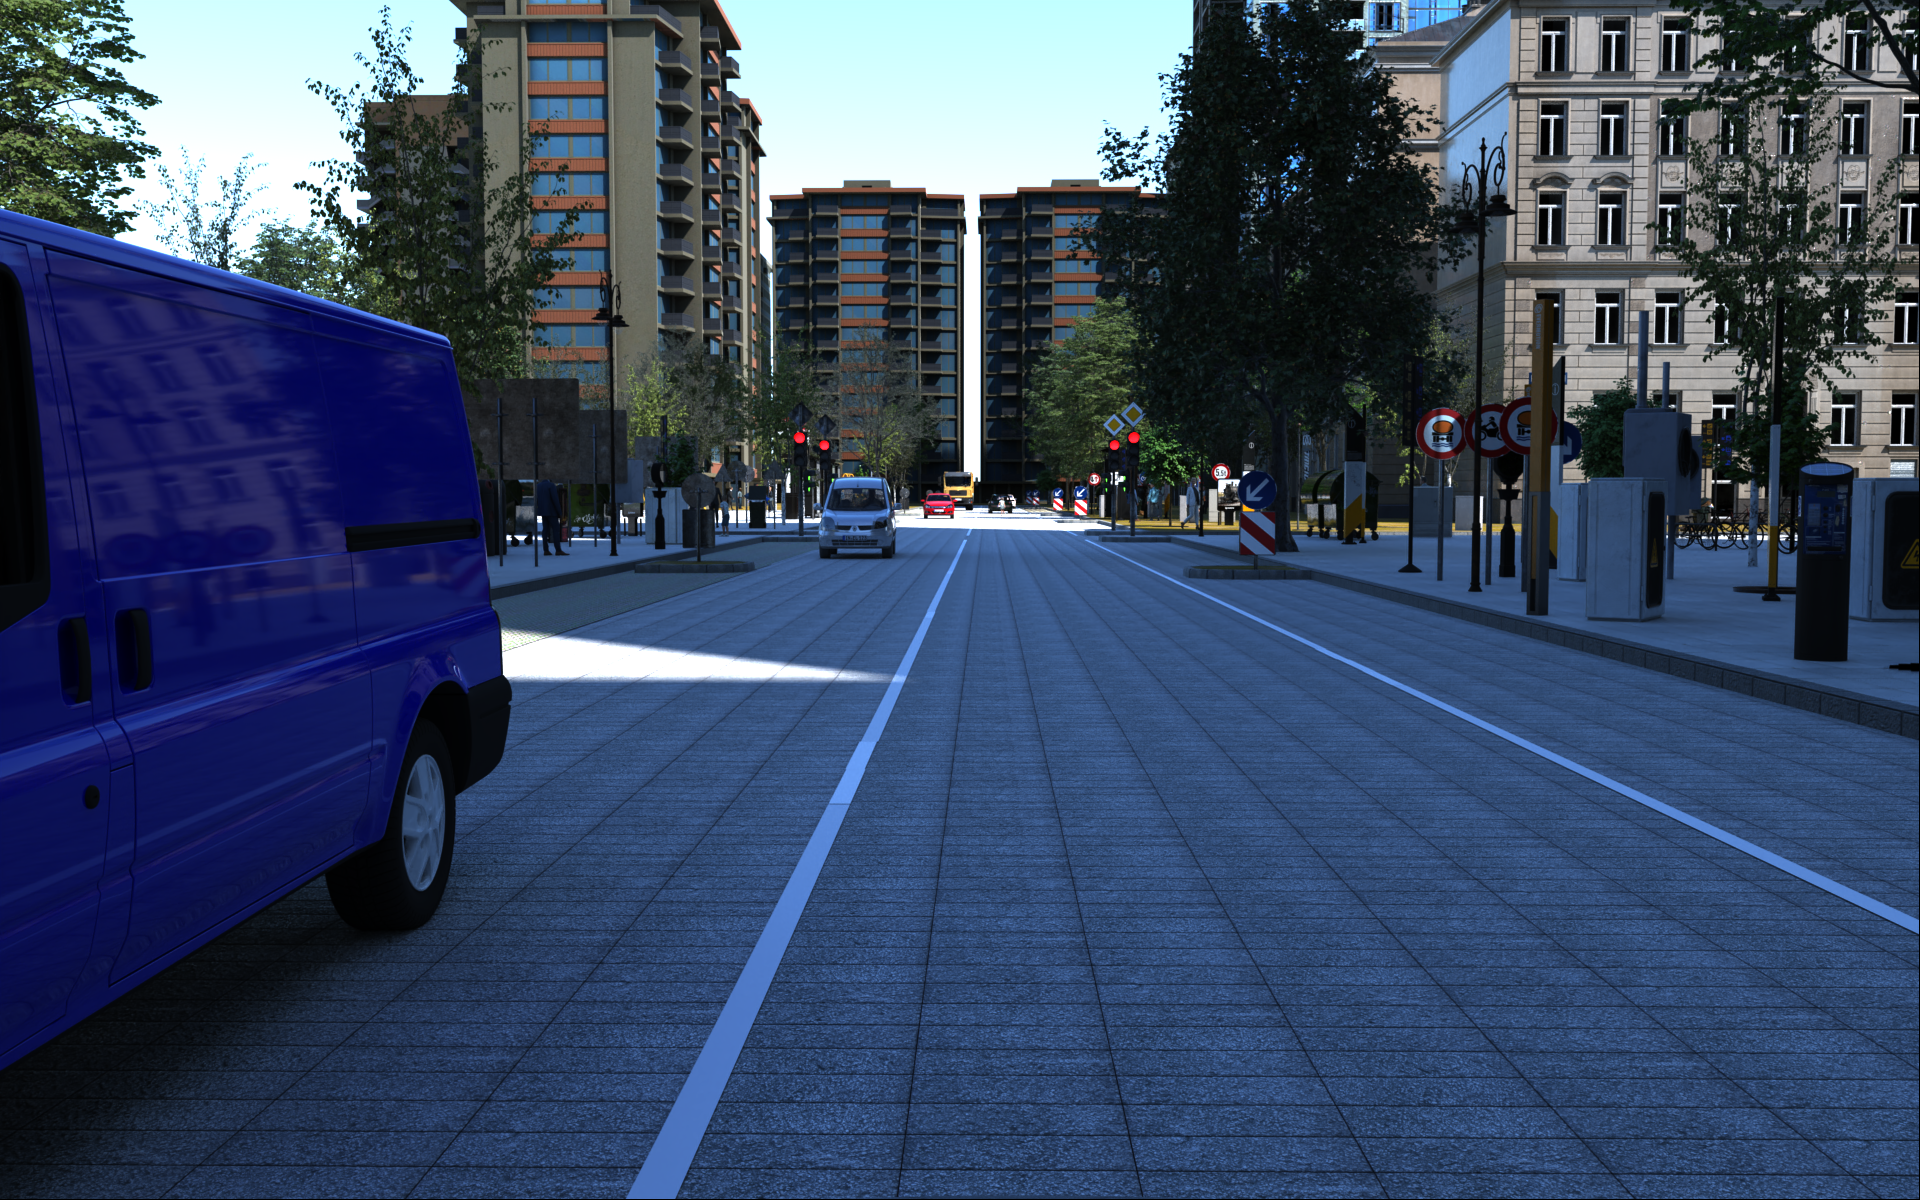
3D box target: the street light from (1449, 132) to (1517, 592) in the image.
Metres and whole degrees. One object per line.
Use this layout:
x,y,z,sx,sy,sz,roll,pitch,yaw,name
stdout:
6.782,-3.048,22.621,0.468,5.910,1.993,0,4,1,street light

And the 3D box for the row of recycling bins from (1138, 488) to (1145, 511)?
11.738,-7.138,123.814,3.534,1.692,1.069,3,5,43,row of recycling bins

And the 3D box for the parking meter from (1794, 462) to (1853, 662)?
6.676,-0.305,13.391,0.372,1.533,0.369,0,3,0,parking meter

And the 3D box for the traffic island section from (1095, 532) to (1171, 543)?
5.272,-1.860,52.696,2.009,0.180,2.903,0,4,1,traffic island section

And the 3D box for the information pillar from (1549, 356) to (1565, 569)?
10.160,-2.344,29.684,0.183,3.616,0.504,-1,4,-20,information pillar

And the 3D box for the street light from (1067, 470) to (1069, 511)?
8.461,-9.925,135.059,0.468,5.910,1.993,0,4,1,street light

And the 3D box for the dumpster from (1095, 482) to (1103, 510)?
11.303,-8.122,135.285,1.502,2.255,1.985,0,4,1,dumpster

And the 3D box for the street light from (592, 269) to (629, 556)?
-7.188,-3.853,35.783,0.468,5.910,1.993,0,4,1,street light

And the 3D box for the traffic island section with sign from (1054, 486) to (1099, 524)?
5.796,-4.688,85.276,1.989,1.847,2.006,0,4,1,traffic island section with sign

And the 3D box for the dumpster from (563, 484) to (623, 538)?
-10.793,-2.950,50.732,1.502,2.255,1.985,0,4,1,dumpster

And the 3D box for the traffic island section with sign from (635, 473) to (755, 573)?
-4.868,-1.438,32.142,1.989,1.847,2.006,0,4,1,traffic island section with sign

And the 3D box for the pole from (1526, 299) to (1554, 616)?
6.122,-1.494,18.267,0.158,3.312,0.155,0,3,0,pole

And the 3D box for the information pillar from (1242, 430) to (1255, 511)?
10.616,-4.423,63.671,0.504,3.616,0.183,-1,4,-22,information pillar

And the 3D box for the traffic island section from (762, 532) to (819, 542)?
-4.868,-1.870,52.861,2.009,0.180,2.903,0,4,1,traffic island section

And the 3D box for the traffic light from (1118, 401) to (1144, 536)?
5.232,-3.894,52.583,0.839,4.253,0.868,0,4,1,traffic light

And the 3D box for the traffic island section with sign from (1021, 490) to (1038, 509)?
7.019,-9.414,162.546,1.989,1.847,2.006,0,4,1,traffic island section with sign

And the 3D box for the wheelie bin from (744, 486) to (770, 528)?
-7.591,-3.483,64.862,0.980,1.594,0.693,0,4,0,wheelie bin

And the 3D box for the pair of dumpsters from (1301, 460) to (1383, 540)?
10.973,-2.895,49.825,1.574,2.255,4.437,0,4,1,pair of dumpsters

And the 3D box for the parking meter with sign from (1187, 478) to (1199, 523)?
10.326,-4.905,76.464,0.543,3.016,1.738,0,4,0,parking meter with sign

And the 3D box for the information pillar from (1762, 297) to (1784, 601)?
9.813,-1.804,20.854,0.183,3.616,0.504,1,4,22,information pillar

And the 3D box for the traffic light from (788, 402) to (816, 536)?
-4.828,-3.902,52.726,0.839,4.253,0.868,0,4,1,traffic light

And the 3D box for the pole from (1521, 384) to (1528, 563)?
10.597,-2.352,32.303,0.158,3.312,0.155,0,3,0,pole

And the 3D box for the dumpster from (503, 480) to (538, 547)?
-11.301,-2.465,42.794,1.502,2.255,1.985,0,4,1,dumpster

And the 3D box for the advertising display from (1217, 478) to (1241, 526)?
10.983,-4.003,70.660,0.974,1.923,0.123,0,4,4,advertising display

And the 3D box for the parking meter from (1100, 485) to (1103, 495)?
9.083,-6.355,109.619,0.399,1.863,0.255,0,4,-2,parking meter

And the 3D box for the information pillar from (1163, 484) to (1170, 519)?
10.766,-6.034,90.015,0.183,3.616,0.504,-1,4,-18,information pillar

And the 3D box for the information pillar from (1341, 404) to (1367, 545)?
10.001,-3.225,44.079,0.504,3.616,0.183,-1,4,-18,information pillar

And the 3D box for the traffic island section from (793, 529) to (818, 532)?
-4.741,-2.359,60.845,2.009,0.180,2.903,0,4,1,traffic island section

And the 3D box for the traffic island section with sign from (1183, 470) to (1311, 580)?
4.912,-1.304,29.956,1.989,1.847,2.006,0,4,1,traffic island section with sign

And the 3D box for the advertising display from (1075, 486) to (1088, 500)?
9.397,-7.893,134.262,0.974,1.923,0.123,1,4,17,advertising display

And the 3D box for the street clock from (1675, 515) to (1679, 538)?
20.865,-2.811,50.528,0.358,2.002,0.471,-2,4,-34,street clock

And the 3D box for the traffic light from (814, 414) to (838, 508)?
-4.702,-4.391,60.710,0.839,4.253,0.868,0,4,1,traffic light

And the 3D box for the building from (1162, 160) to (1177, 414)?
43.551,-40.202,246.547,27.495,52.752,28.713,0,4,1,building

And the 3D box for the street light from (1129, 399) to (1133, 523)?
7.665,-6.412,77.625,0.468,5.910,1.993,0,4,1,street light

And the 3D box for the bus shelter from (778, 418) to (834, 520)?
-8.302,-6.960,91.429,2.179,5.291,8.768,0,4,1,bus shelter

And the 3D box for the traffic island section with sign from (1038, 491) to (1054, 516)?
6.217,-6.336,112.228,1.989,1.847,2.006,0,4,1,traffic island section with sign

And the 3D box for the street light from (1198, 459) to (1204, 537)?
7.294,-4.856,52.186,0.468,5.910,1.993,0,4,1,street light

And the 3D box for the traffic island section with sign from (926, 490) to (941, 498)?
-2.786,-9.469,163.447,1.989,1.847,2.006,0,4,1,traffic island section with sign

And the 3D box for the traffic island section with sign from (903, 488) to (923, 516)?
-3.578,-6.444,113.992,1.989,1.847,2.006,0,4,1,traffic island section with sign

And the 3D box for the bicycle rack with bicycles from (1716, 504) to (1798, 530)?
28.912,-2.956,61.705,2.852,0.926,2.925,-2,4,-34,bicycle rack with bicycles

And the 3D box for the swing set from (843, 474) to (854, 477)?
-8.577,-8.314,133.561,2.862,2.851,3.119,0,4,6,swing set

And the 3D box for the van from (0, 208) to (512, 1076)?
-2.697,0.018,4.090,2.240,2.365,5.245,0,4,0,van

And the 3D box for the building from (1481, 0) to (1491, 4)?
68.088,-49.108,241.173,20.611,71.187,20.563,0,4,1,building

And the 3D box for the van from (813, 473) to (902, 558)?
-2.340,-2.017,39.991,2.013,2.044,4.112,0,4,-1,van

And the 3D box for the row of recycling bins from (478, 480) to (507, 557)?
-10.002,-1.716,35.175,1.069,1.692,3.534,0,4,-2,row of recycling bins

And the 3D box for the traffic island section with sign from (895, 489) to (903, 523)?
-4.014,-4.757,86.404,1.989,1.847,2.006,0,4,1,traffic island section with sign

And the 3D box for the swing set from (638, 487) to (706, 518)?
-12.717,-4.859,77.064,2.862,2.851,3.119,0,4,3,swing set

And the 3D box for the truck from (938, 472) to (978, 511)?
-0.108,-9.586,152.654,3.469,3.379,9.791,0,4,1,truck

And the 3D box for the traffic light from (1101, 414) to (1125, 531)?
5.359,-4.382,60.567,0.839,4.253,0.868,0,4,1,traffic light

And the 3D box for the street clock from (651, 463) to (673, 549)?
-6.973,-2.180,40.220,0.358,2.002,0.471,1,4,13,street clock

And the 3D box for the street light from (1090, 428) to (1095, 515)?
8.126,-8.198,106.825,0.468,5.910,1.993,0,4,1,street light

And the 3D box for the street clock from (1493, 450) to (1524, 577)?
8.464,-1.356,26.736,0.471,2.002,0.358,0,4,-4,street clock

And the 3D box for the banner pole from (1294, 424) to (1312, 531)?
12.059,-4.332,60.844,0.401,3.779,0.863,-2,4,-34,banner pole

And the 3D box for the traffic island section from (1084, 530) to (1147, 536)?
5.399,-2.349,60.680,2.009,0.180,2.903,0,4,1,traffic island section

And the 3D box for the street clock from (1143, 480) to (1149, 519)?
9.689,-5.249,90.393,0.358,2.002,0.471,1,4,18,street clock

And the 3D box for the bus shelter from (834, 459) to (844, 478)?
-8.479,-7.785,104.917,2.179,5.291,8.768,0,4,1,bus shelter

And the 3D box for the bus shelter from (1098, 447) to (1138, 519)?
8.129,-5.986,89.160,1.731,3.624,6.357,0,4,1,bus shelter

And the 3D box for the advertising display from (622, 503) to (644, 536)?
-9.985,-2.911,52.815,0.974,1.923,0.123,3,5,45,advertising display
